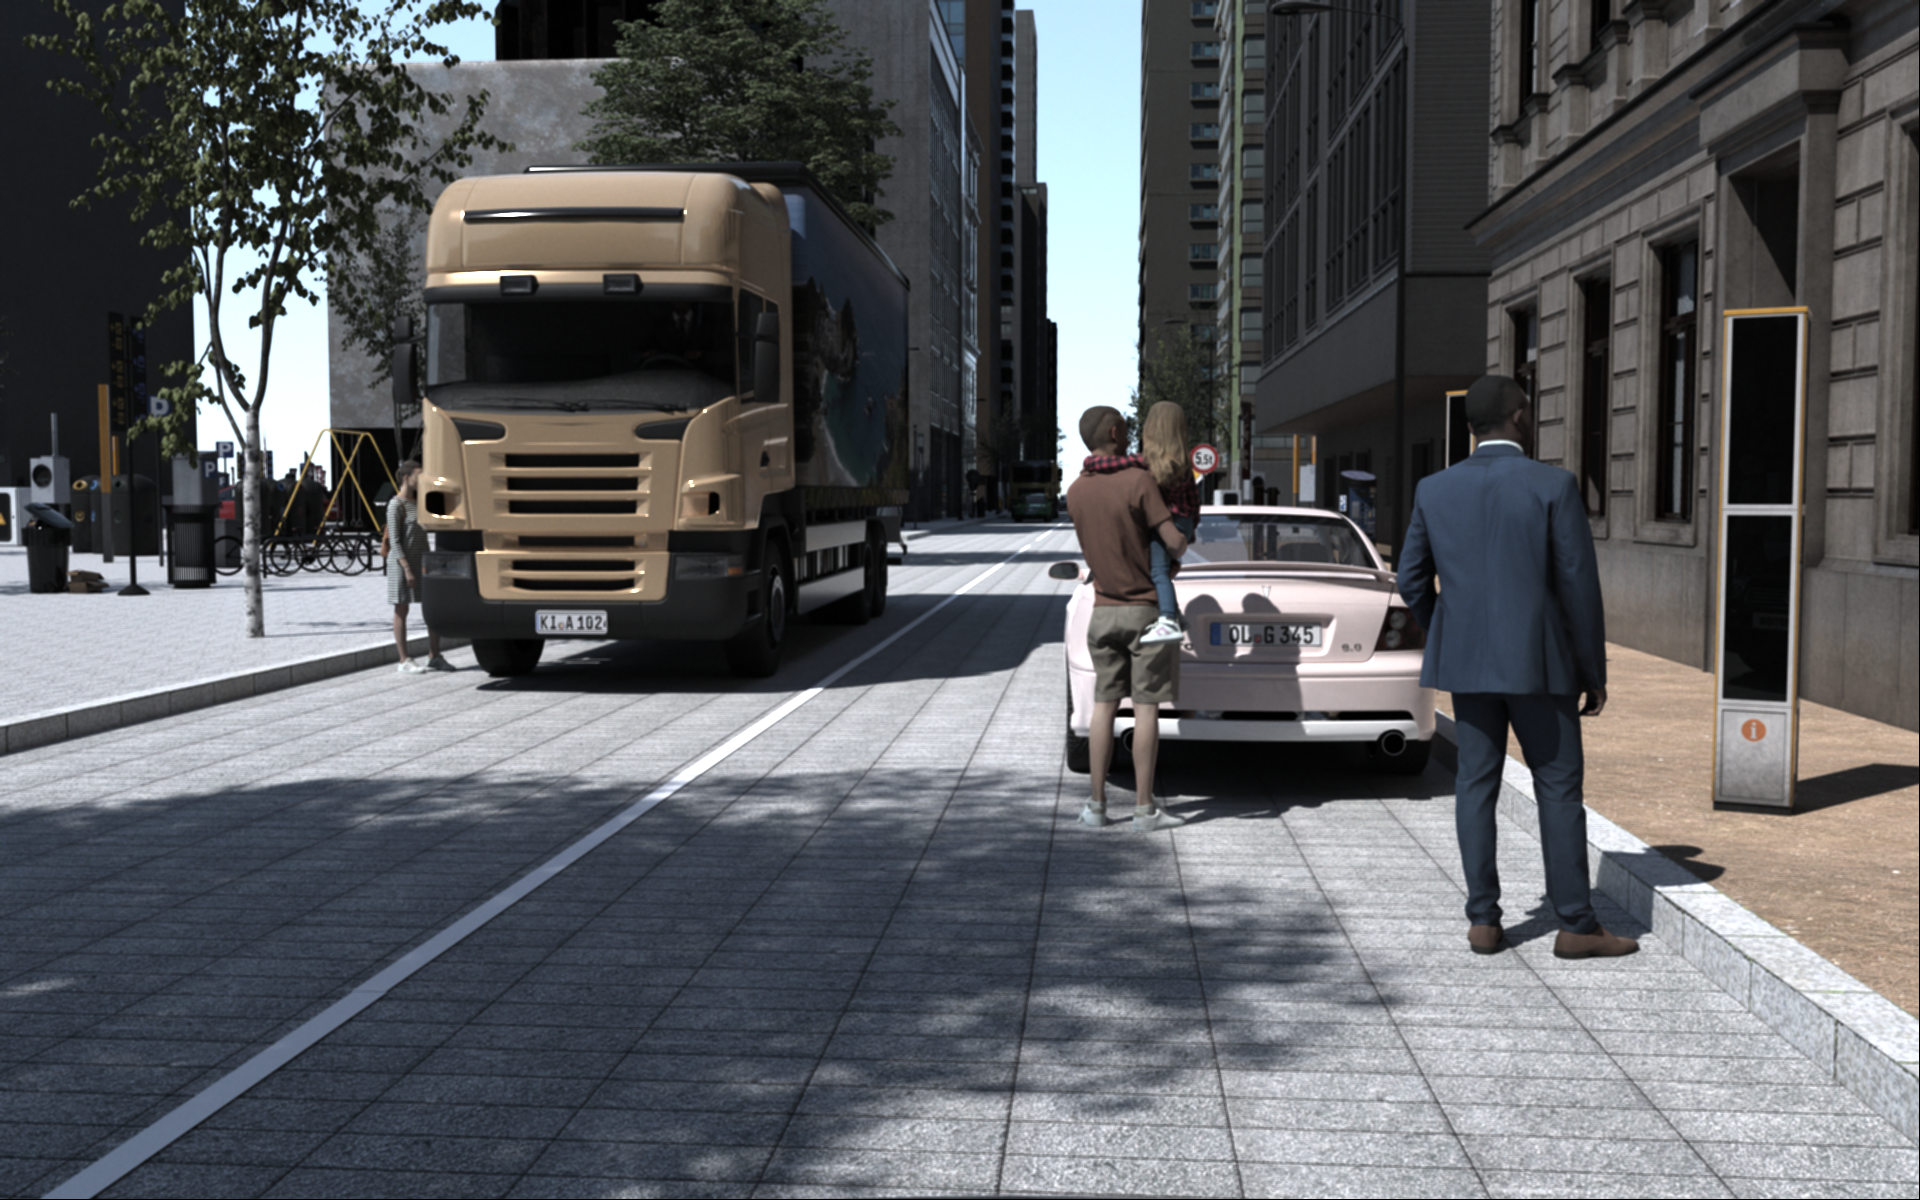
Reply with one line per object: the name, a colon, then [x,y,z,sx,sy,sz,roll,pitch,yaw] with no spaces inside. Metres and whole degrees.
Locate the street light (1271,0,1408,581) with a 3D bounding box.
street light: [3.627,-2.684,16.424,1.470,5.913,1.316,0,4,5]

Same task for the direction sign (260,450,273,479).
direction sign: [-36.075,-5.993,89.989,0.876,3.537,0.379,1,4,11]

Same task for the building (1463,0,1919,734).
building: [10.025,-8.934,10.700,10.561,19.102,19.286,0,4,5]

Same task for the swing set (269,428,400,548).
swing set: [-15.075,-2.749,42.564,2.862,2.851,3.119,0,4,0]

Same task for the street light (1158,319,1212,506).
street light: [6.114,-4.499,46.093,1.470,5.913,1.316,0,4,5]

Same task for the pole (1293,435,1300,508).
pole: [11.019,-3.846,56.728,0.158,3.312,0.155,0,3,0]

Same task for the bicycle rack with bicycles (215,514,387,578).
bicycle rack with bicycles: [-10.387,-0.867,27.562,2.925,0.926,2.852,-2,4,-25]

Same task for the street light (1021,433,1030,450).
street light: [4.467,-9.710,131.305,1.470,5.913,1.316,0,4,5]

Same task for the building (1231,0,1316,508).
building: [20.775,-24.674,87.022,14.154,41.232,14.086,0,4,5]

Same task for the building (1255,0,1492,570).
building: [13.673,-14.575,31.816,14.314,27.812,24.014,0,4,5]

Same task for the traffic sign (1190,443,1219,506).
traffic sign: [6.154,-2.667,43.707,0.768,2.556,0.104,1,4,14]

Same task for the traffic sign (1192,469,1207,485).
traffic sign: [6.254,-2.599,46.131,0.795,2.450,0.064,0,4,5]

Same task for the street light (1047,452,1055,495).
street light: [9.418,-13.358,190.937,1.470,5.913,1.316,0,4,5]

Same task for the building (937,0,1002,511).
building: [-4.042,-29.780,137.008,14.600,45.320,14.200,0,4,5]

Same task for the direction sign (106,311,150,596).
direction sign: [-10.522,-1.832,21.949,0.379,3.537,0.876,0,4,2]

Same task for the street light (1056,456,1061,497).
street light: [11.387,-14.757,213.812,1.470,5.913,1.316,0,4,5]

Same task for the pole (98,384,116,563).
pole: [-15.941,-2.354,32.329,0.158,3.312,0.155,0,3,0]

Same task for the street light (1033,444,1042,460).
street light: [6.973,-11.532,161.081,1.470,5.913,1.316,0,4,5]

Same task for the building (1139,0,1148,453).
building: [25.587,-31.616,140.619,21.300,48.544,21.600,0,4,5]

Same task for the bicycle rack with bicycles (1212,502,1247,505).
bicycle rack with bicycles: [11.528,-3.738,74.506,2.925,0.926,2.852,-2,4,-27]

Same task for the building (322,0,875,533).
building: [-11.763,-12.045,64.393,16.820,18.784,16.811,0,4,5]

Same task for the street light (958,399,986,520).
street light: [0.567,-6.843,84.423,1.470,5.913,1.316,0,4,5]

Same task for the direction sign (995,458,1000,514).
direction sign: [2.380,-7.165,109.137,0.379,3.537,0.876,1,4,17]

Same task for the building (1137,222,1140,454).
building: [38.967,-39.804,270.402,23.786,49.044,30.456,0,4,5]

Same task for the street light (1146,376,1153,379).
street light: [8.029,-5.865,68.435,1.470,5.913,1.316,0,4,5]

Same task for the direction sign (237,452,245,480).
direction sign: [-38.273,-6.131,92.244,0.876,3.537,0.379,3,5,42]

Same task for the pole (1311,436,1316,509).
pole: [12.530,-4.123,61.255,0.158,3.312,0.155,0,3,0]

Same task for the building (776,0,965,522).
building: [-6.544,-16.541,88.464,12.078,24.808,19.932,0,4,5]

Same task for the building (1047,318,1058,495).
building: [8.561,-31.121,280.530,14.160,30.474,14.107,0,4,5]

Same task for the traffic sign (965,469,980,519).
traffic sign: [0.644,-5.424,88.794,0.768,2.556,0.104,1,4,14]

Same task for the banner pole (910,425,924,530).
banner pole: [-1.505,-4.451,62.787,0.401,3.779,0.863,2,4,28]

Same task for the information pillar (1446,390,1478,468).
information pillar: [3.689,-0.485,12.420,0.304,2.012,0.304,-2,4,-23]

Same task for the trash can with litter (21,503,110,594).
trash can with litter: [-11.617,-0.682,22.537,1.055,1.170,0.624,0,4,7]

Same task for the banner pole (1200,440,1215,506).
banner pole: [11.473,-5.507,80.061,0.863,3.779,0.401,0,4,7]

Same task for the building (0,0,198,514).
building: [-44.393,-16.663,65.953,24.014,27.812,14.314,0,4,5]

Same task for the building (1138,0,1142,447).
building: [30.019,-39.484,187.566,21.231,58.520,28.212,0,4,5]

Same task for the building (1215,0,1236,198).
building: [29.961,-25.886,115.122,32.217,40.220,23.993,0,4,5]

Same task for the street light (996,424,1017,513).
street light: [3.030,-8.658,114.094,1.470,5.913,1.316,0,4,5]

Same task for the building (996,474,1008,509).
building: [-11.401,-28.442,156.905,32.217,40.220,23.993,0,4,5]

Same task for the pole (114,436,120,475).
pole: [-29.698,-4.107,60.998,0.158,3.312,0.155,0,3,0]

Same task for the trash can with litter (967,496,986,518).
trash can with litter: [0.902,-5.060,94.123,1.055,1.170,0.624,0,4,-2]

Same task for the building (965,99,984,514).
building: [-5.842,-19.721,108.343,13.634,28.700,20.117,0,4,5]

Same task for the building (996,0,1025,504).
building: [-3.965,-53.230,182.974,22.319,86.520,31.000,0,4,5]

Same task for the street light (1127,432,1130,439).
street light: [13.070,-9.566,128.947,1.470,5.913,1.316,0,4,5]

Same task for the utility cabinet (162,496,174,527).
utility cabinet: [-30.709,-3.405,66.827,1.020,1.237,0.306,-2,4,-34]

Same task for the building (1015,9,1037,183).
building: [3.443,-50.402,262.327,20.563,71.187,20.611,0,4,5]

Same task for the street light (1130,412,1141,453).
street light: [10.547,-7.707,98.543,1.470,5.913,1.316,0,4,5]

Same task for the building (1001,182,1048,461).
building: [3.885,-32.891,221.355,14.154,41.232,14.086,0,4,5]

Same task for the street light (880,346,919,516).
street light: [-1.972,-5.023,54.668,1.470,5.913,1.316,0,4,5]
